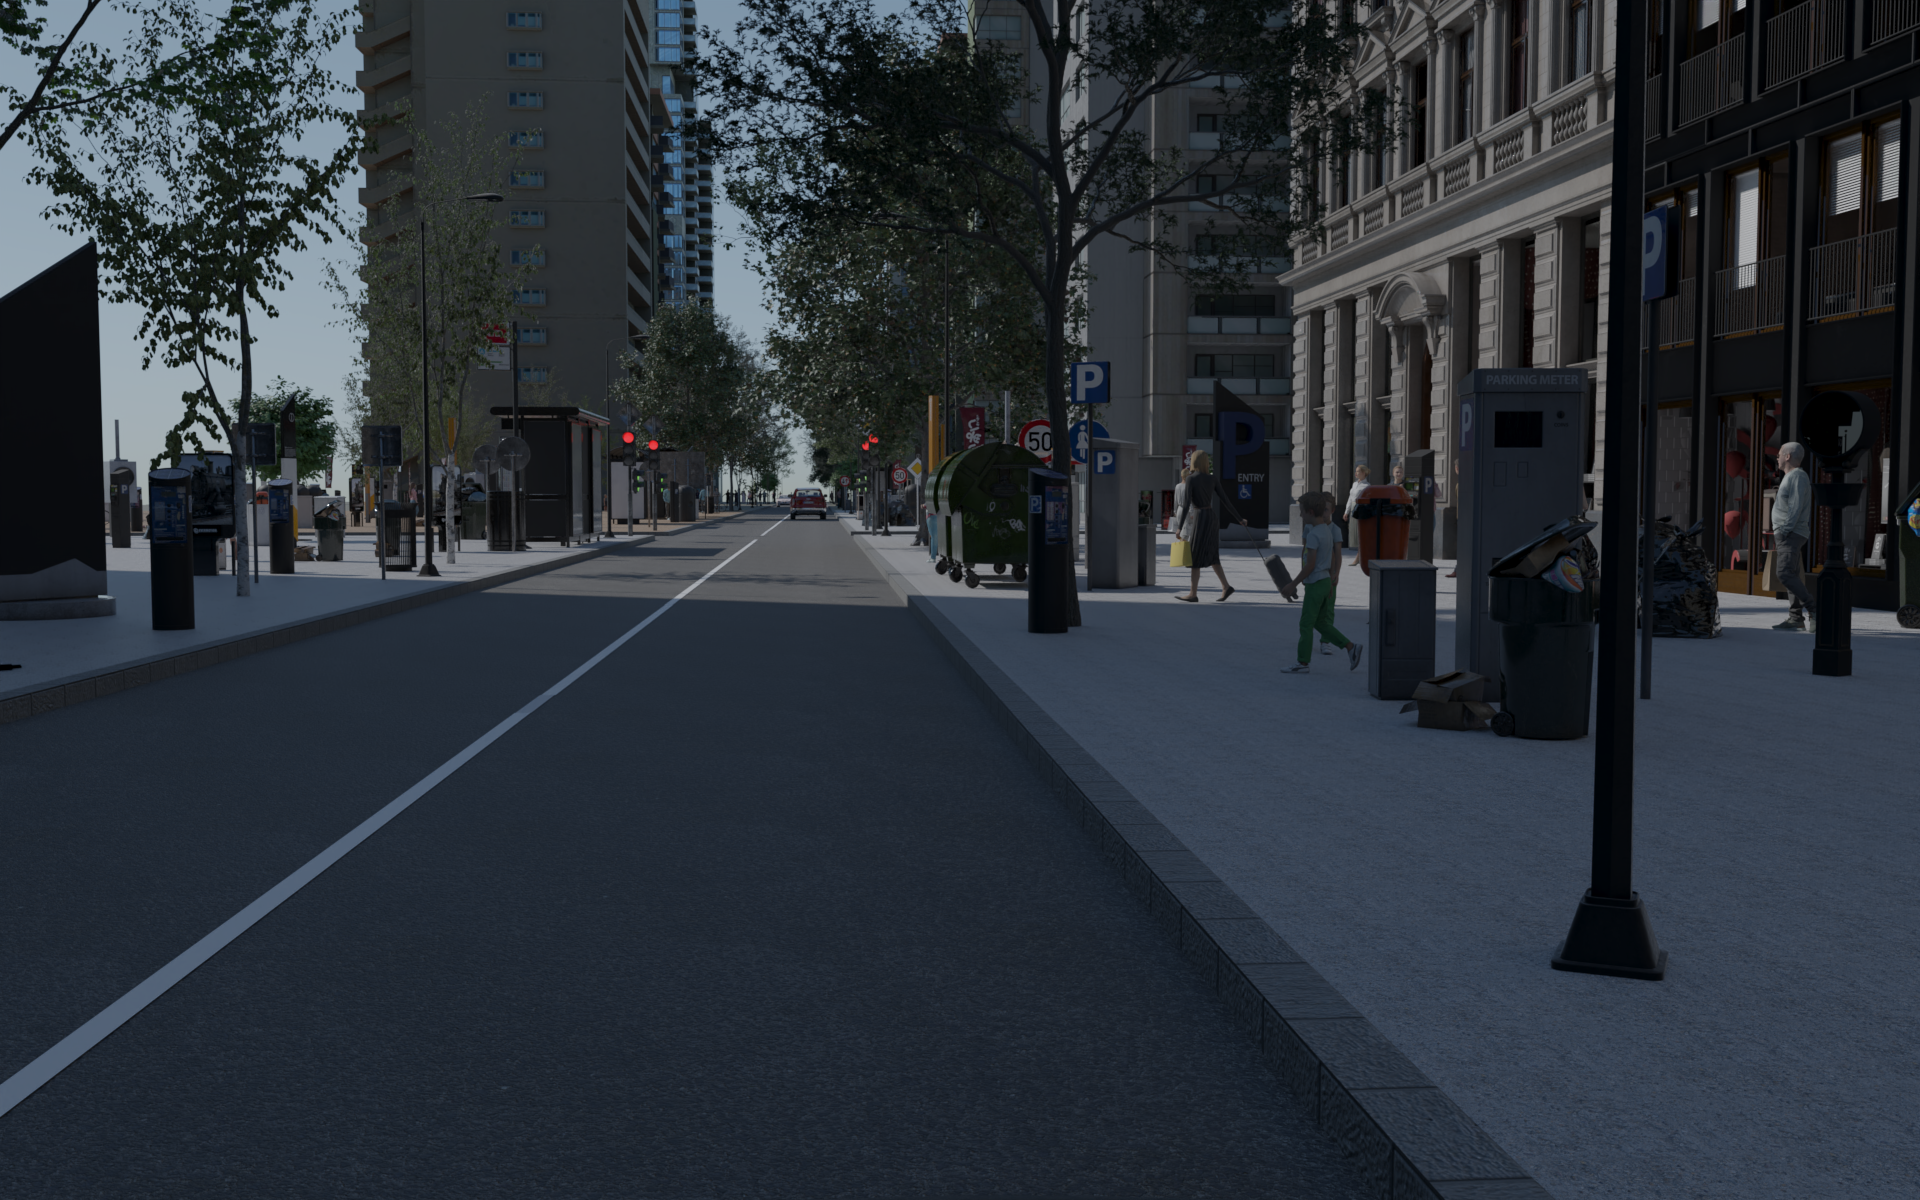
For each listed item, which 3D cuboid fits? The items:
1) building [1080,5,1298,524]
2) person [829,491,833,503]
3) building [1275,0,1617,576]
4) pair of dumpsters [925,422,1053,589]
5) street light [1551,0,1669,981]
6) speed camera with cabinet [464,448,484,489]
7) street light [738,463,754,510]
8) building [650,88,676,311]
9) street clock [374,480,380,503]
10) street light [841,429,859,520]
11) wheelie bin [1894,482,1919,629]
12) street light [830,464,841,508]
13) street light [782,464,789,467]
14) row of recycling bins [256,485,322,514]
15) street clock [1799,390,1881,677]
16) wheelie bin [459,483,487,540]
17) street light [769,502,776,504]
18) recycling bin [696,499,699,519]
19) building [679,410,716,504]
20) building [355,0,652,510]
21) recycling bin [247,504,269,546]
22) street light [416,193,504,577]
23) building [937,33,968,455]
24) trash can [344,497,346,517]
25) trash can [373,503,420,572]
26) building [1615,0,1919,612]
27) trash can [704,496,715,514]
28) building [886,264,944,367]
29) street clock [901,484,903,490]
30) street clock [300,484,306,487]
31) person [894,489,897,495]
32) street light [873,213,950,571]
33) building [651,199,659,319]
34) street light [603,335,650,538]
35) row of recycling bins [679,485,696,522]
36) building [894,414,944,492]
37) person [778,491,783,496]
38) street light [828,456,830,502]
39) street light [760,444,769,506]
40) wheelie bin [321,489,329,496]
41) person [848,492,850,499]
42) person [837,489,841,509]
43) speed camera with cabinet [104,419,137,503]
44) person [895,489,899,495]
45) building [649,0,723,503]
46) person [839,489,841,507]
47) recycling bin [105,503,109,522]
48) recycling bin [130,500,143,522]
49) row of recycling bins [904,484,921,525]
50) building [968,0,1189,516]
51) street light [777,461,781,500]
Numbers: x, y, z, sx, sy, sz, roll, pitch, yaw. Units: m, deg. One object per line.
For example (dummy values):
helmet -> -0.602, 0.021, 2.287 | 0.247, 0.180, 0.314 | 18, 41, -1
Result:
building -> 11.940, -24.110, 77.793 | 14.086, 41.232, 14.154 | 0, 4, -5
person -> -17.923, -14.372, 241.581 | 0.434, 1.755, 0.990 | -3, 5, -44
building -> 14.019, -12.617, 35.162 | 11.050, 23.489, 19.941 | 0, 4, -5
pair of dumpsters -> 0.408, -1.406, 25.484 | 1.574, 2.255, 4.437 | 0, 4, -5
street light -> 1.238, -1.956, 4.518 | 1.470, 5.913, 1.316 | 0, 4, -5
speed camera with cabinet -> -21.566, -4.933, 74.992 | 2.038, 3.252, 0.660 | 2, 4, 26
street light -> -16.836, -10.038, 136.669 | 1.470, 5.913, 1.316 | 0, 4, -5
building -> -41.810, -32.326, 183.160 | 22.147, 44.769, 28.867 | 0, 4, -5
street clock -> -28.278, -4.868, 84.167 | 0.358, 2.002, 0.471 | -2, 4, -32
street light -> -2.787, -4.890, 52.496 | 1.470, 5.913, 1.316 | 0, 4, -5
wheelie bin -> 9.387, -0.532, 16.611 | 0.693, 1.594, 0.980 | 2, 4, 35
street light -> -5.616, -6.978, 86.624 | 1.470, 5.913, 1.316 | 0, 4, -5
street light -> -27.621, -18.043, 267.545 | 1.470, 5.913, 1.316 | 0, 4, -5
row of recycling bins -> -30.079, -4.328, 77.883 | 1.069, 1.692, 3.534 | 2, 4, 24
street clock -> 6.178, -0.467, 12.210 | 0.358, 2.002, 0.471 | -2, 4, -34
wheelie bin -> -13.708, -2.497, 48.730 | 0.980, 1.594, 0.693 | 1, 4, 21
street light -> -20.816, -13.032, 185.608 | 1.470, 5.913, 1.316 | 0, 4, -5
recycling bin -> -13.703, -4.605, 87.854 | 0.722, 1.027, 0.722 | -2, 4, -28
building -> -48.866, -24.225, 241.112 | 27.650, 21.520, 28.899 | 0, 4, -5
building -> -37.408, -31.812, 143.824 | 21.300, 48.544, 21.600 | 0, 4, -5
recycling bin -> -17.265, -1.859, 42.945 | 0.722, 1.027, 0.722 | -3, 5, -42
street light -> -7.744, -3.323, 26.875 | 1.470, 5.913, 1.316 | 0, 4, -5
building -> 8.508, -31.237, 165.356 | 22.147, 44.769, 28.867 | 0, 4, -5
trash can -> -31.811, -4.715, 88.736 | 0.748, 1.137, 0.748 | 0, 3, 0
trash can -> -9.373, -1.052, 28.852 | 0.748, 1.137, 0.748 | 0, 3, 0
building -> 16.254, -11.484, 17.434 | 12.332, 23.373, 15.834 | 0, 4, -5
trash can -> -16.228, -6.147, 112.151 | 0.748, 1.137, 0.748 | 0, 3, 0
building -> -1.459, -45.202, 281.053 | 21.231, 58.520, 28.212 | 0, 4, -5
street clock -> -3.783, -6.962, 118.401 | 0.471, 2.002, 0.358 | -2, 4, -26
street clock -> -45.831, -7.101, 120.666 | 0.471, 2.002, 0.358 | 1, 4, 22
person -> -6.046, -9.634, 163.555 | 1.348, 1.824, 0.705 | -1, 4, -14
street light -> -0.754, -3.436, 28.715 | 1.470, 5.913, 1.316 | 0, 4, -5
building -> -35.918, -23.895, 162.378 | 14.160, 30.474, 14.107 | 0, 4, -5
street light -> -9.740, -4.778, 50.660 | 1.470, 5.913, 1.316 | 0, 4, -5
row of recycling bins -> -12.979, -4.526, 81.110 | 1.069, 1.692, 3.534 | -1, 4, -13
building -> 3.988, -24.985, 253.539 | 27.650, 21.520, 28.899 | 0, 4, -5
person -> -29.679, -17.058, 285.654 | 1.217, 1.735, 0.721 | 2, 4, 25
street light -> -7.501, -8.435, 110.451 | 1.470, 5.913, 1.316 | 0, 4, -5
street light -> -18.810, -11.544, 161.289 | 1.470, 5.913, 1.316 | 0, 4, -5
wheelie bin -> -41.609, -6.422, 112.903 | 0.980, 1.594, 0.693 | 0, 4, -7
person -> -18.304, -16.997, 284.764 | 1.217, 1.723, 0.721 | -2, 4, -24
person -> -10.593, -8.905, 152.341 | 0.721, 1.736, 1.217 | 0, 4, 2
speed camera with cabinet -> -22.735, -3.123, 45.393 | 2.038, 3.252, 0.660 | -3, 5, -42
person -> -5.675, -9.378, 160.178 | 0.445, 1.727, 0.742 | 3, 5, 39
building -> -48.260, -58.523, 269.517 | 22.319, 86.520, 31.000 | 0, 4, -5
person -> -11.221, -9.609, 163.884 | 0.721, 1.736, 1.217 | 2, 4, 25
recycling bin -> -39.320, -4.157, 80.522 | 0.722, 1.027, 0.722 | 0, 4, 0
recycling bin -> -38.440, -4.146, 80.341 | 0.722, 1.027, 0.722 | 1, 4, 14
row of recycling bins -> -1.195, -4.014, 72.740 | 1.069, 1.692, 3.534 | 2, 4, 28
building -> 7.378, -26.808, 121.908 | 14.154, 41.232, 14.086 | 0, 4, -5
street light -> -23.684, -15.110, 219.583 | 1.470, 5.913, 1.316 | 0, 4, -5
